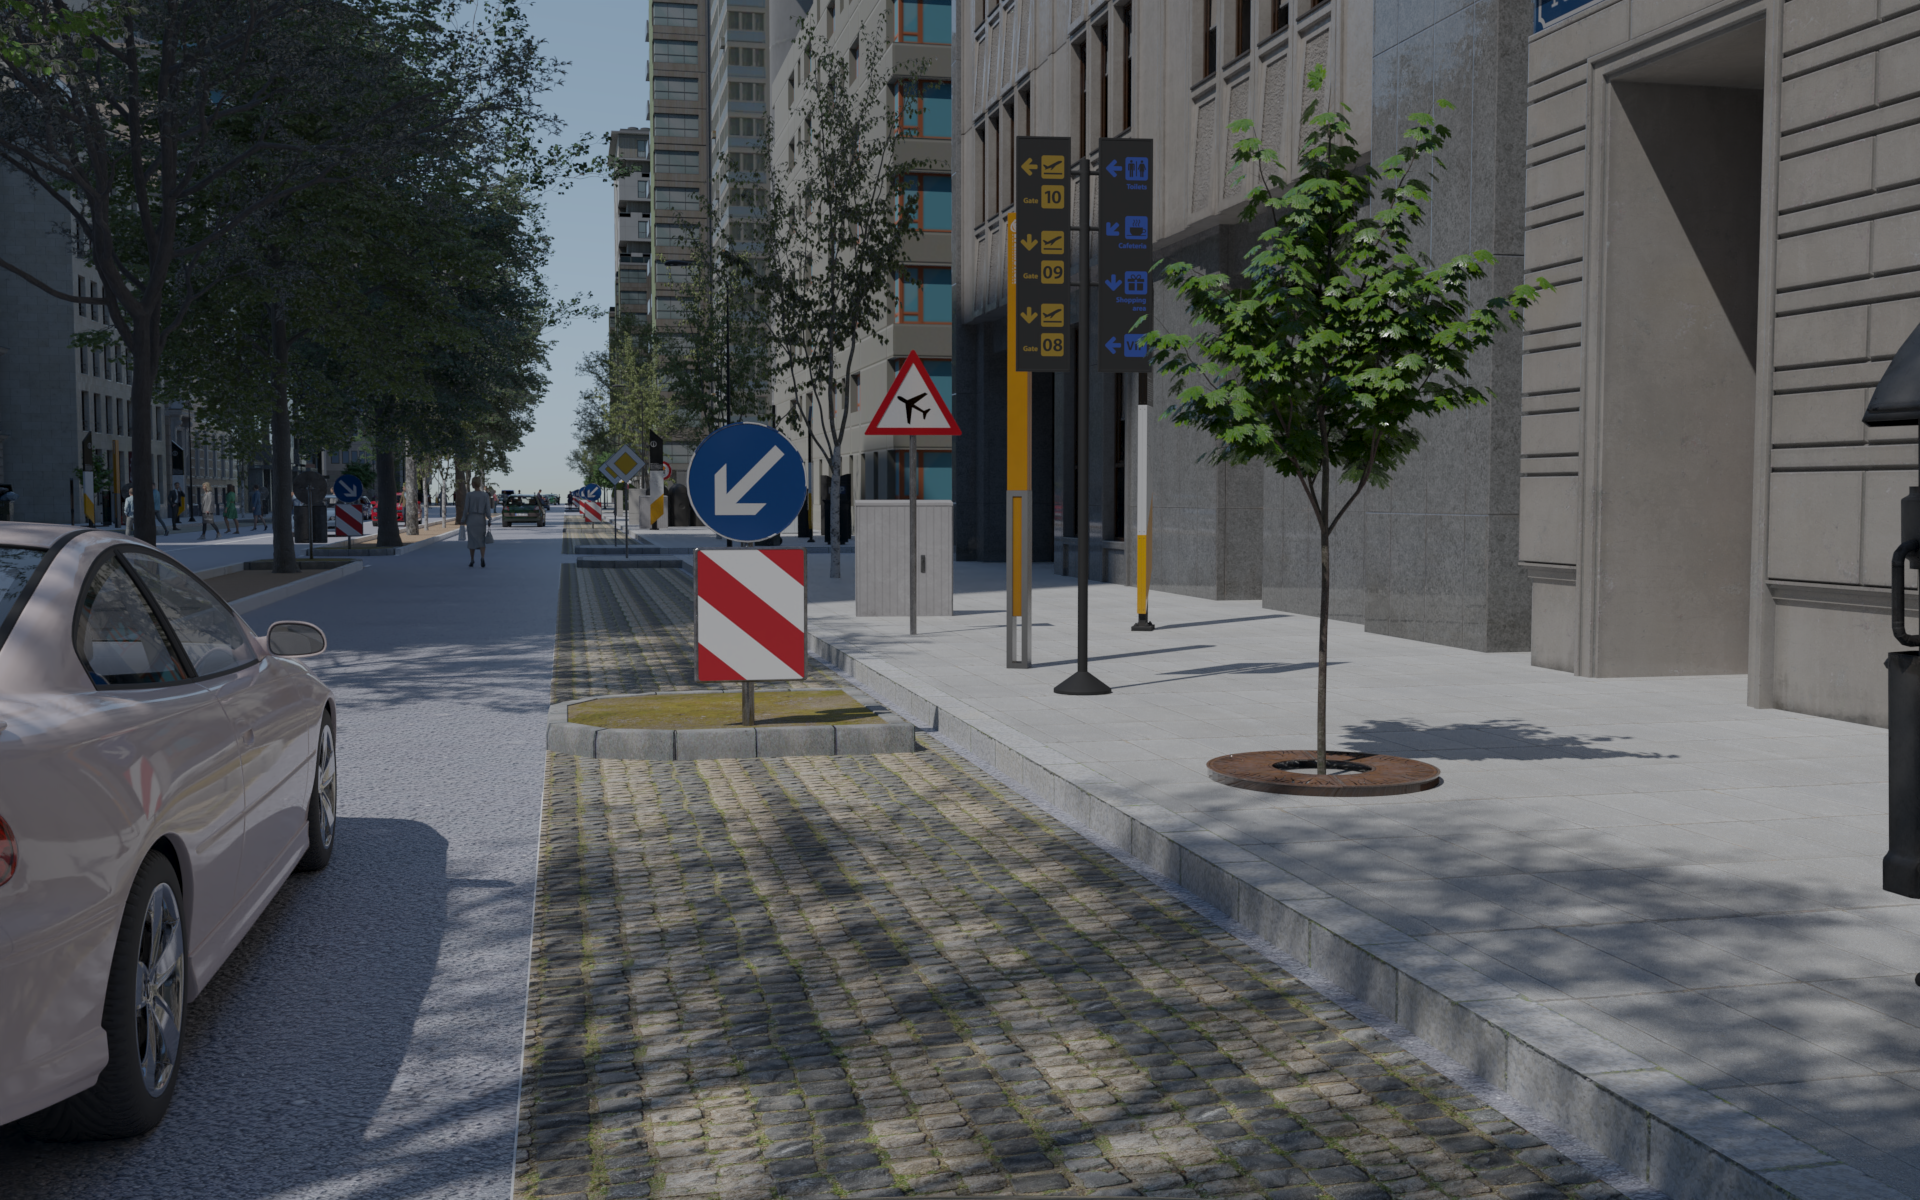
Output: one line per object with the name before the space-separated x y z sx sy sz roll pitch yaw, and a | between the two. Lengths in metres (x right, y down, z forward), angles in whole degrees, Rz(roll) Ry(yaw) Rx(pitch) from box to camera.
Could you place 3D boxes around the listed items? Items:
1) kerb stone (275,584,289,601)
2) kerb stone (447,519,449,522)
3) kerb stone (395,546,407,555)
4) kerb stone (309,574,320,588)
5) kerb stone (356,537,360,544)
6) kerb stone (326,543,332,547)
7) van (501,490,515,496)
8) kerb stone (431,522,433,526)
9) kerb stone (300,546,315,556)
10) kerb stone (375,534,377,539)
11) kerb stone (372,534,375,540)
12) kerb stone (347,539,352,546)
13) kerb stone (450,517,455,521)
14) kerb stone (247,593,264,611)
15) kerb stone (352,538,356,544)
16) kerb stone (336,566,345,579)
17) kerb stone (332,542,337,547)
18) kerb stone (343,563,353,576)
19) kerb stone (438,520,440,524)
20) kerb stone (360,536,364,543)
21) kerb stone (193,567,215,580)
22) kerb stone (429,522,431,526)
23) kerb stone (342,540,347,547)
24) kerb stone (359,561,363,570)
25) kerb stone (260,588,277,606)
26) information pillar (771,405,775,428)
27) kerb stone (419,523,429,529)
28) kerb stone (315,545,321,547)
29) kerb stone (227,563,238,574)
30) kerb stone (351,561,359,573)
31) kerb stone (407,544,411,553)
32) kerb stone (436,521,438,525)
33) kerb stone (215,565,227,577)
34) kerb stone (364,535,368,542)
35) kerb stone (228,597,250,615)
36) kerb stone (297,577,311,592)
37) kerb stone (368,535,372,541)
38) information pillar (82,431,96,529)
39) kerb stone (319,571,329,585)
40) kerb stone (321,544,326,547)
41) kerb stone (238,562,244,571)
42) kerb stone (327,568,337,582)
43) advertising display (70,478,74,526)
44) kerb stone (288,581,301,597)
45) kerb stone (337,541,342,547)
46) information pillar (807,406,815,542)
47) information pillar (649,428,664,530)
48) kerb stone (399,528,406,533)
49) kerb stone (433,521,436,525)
kerb stone | -9.276 -0.080 23.498 0.120 0.150 1.000 -1 4 -13
kerb stone | -25.791 -3.935 86.575 0.120 0.150 1.000 -1 4 -13
kerb stone | -13.283 -1.155 41.079 0.120 0.150 1.000 -1 4 -13
kerb stone | -9.955 -0.263 26.489 0.120 0.150 1.000 -1 4 -13
kerb stone | -17.371 -1.675 49.606 0.120 0.150 1.000 -1 4 -13
kerb stone | -16.005 -1.309 43.607 0.120 0.150 1.000 -1 4 -13
van | -62.716 -14.435 240.399 2.240 2.365 5.245 -1 4 -11
kerb stone | -23.516 -3.327 76.584 0.120 0.150 1.000 -1 4 -13
kerb stone | -15.322 -1.126 40.598 0.120 0.150 1.000 -1 4 -13
kerb stone | -18.509 -1.982 54.603 0.120 0.150 1.000 -1 4 -13
kerb stone | -18.291 -1.921 53.602 0.120 0.150 1.000 -1 4 -13
kerb stone | -16.911 -1.552 47.600 0.120 0.150 1.000 -1 4 -13
kerb stone | -26.923 -4.243 91.567 0.120 0.150 1.000 -1 4 -13
kerb stone | -8.822 0.042 21.501 0.120 0.150 1.000 -1 4 -13
kerb stone | -17.155 -1.615 48.602 0.120 0.150 1.000 -1 4 -13
kerb stone | -10.645 -0.442 29.490 0.120 0.150 1.000 -1 4 -13
kerb stone | -16.236 -1.366 44.609 0.120 0.150 1.000 -1 4 -13
kerb stone | -10.866 -0.508 30.497 0.120 0.150 1.000 -1 4 -13
kerb stone | -24.425 -3.571 80.574 0.120 0.150 1.000 -1 4 -13
kerb stone | -17.602 -1.736 50.607 0.120 0.150 1.000 -1 4 -13
kerb stone | -12.697 -0.419 29.054 0.120 0.150 1.000 -1 4 -13
kerb stone | -23.284 -3.262 75.584 0.120 0.150 1.000 -1 4 -13
kerb stone | -16.694 -1.493 46.601 0.120 0.150 1.000 -1 4 -13
kerb stone | -11.329 -0.631 32.506 0.120 0.150 1.000 -1 4 -13
kerb stone | -9.049 -0.019 22.500 0.120 0.150 1.000 -1 4 -13
information pillar | -4.923 -3.325 45.724 0.183 3.616 0.504 -1 4 -11
kerb stone | -23.067 -3.200 74.585 0.120 0.150 1.000 -1 4 -13
kerb stone | -15.548 -1.187 41.604 0.120 0.150 1.000 -1 4 -13
kerb stone | -13.143 -0.539 31.056 0.120 0.150 1.000 -1 4 -13
kerb stone | -11.099 -0.569 31.499 0.120 0.150 1.000 -1 4 -13
kerb stone | -13.505 -1.216 42.082 0.120 0.150 1.000 -1 4 -13
kerb stone | -24.189 -3.505 79.579 0.120 0.150 1.000 -1 4 -13
kerb stone | -12.926 -0.479 30.057 0.120 0.150 1.000 -1 4 -13
kerb stone | -17.827 -1.799 51.604 0.120 0.150 1.000 -1 4 -13
kerb stone | -8.591 0.103 20.505 0.120 0.150 1.000 -1 4 -13
kerb stone | -9.730 -0.202 25.492 0.120 0.150 1.000 -1 4 -13
kerb stone | -18.059 -1.860 52.606 0.120 0.150 1.000 -1 4 -13
information pillar | -32.204 -4.442 63.989 0.183 3.616 0.504 0 4 7
kerb stone | -10.185 -0.322 27.488 0.120 0.150 1.000 -1 4 -13
kerb stone | -15.783 -1.248 42.599 0.120 0.150 1.000 -1 4 -13
kerb stone | -13.384 -0.602 32.050 0.120 0.150 1.000 -1 4 -13
kerb stone | -10.412 -0.385 28.488 0.120 0.150 1.000 -1 4 -13
advertising display | -35.459 -3.912 69.172 0.123 1.923 0.974 -2 4 -27
kerb stone | -9.500 -0.136 24.496 0.120 0.150 1.000 -1 4 -13
kerb stone | -16.468 -1.428 45.604 0.120 0.150 1.000 -1 4 -13
information pillar | -3.963 -3.338 45.926 0.183 3.616 0.504 0 3 0
information pillar | -10.811 -4.300 61.657 0.504 3.616 0.183 -1 4 -10
kerb stone | -20.787 -2.590 64.594 0.120 0.150 1.000 -1 4 -13
kerb stone | -23.973 -3.449 78.579 0.120 0.150 1.000 -1 4 -13
